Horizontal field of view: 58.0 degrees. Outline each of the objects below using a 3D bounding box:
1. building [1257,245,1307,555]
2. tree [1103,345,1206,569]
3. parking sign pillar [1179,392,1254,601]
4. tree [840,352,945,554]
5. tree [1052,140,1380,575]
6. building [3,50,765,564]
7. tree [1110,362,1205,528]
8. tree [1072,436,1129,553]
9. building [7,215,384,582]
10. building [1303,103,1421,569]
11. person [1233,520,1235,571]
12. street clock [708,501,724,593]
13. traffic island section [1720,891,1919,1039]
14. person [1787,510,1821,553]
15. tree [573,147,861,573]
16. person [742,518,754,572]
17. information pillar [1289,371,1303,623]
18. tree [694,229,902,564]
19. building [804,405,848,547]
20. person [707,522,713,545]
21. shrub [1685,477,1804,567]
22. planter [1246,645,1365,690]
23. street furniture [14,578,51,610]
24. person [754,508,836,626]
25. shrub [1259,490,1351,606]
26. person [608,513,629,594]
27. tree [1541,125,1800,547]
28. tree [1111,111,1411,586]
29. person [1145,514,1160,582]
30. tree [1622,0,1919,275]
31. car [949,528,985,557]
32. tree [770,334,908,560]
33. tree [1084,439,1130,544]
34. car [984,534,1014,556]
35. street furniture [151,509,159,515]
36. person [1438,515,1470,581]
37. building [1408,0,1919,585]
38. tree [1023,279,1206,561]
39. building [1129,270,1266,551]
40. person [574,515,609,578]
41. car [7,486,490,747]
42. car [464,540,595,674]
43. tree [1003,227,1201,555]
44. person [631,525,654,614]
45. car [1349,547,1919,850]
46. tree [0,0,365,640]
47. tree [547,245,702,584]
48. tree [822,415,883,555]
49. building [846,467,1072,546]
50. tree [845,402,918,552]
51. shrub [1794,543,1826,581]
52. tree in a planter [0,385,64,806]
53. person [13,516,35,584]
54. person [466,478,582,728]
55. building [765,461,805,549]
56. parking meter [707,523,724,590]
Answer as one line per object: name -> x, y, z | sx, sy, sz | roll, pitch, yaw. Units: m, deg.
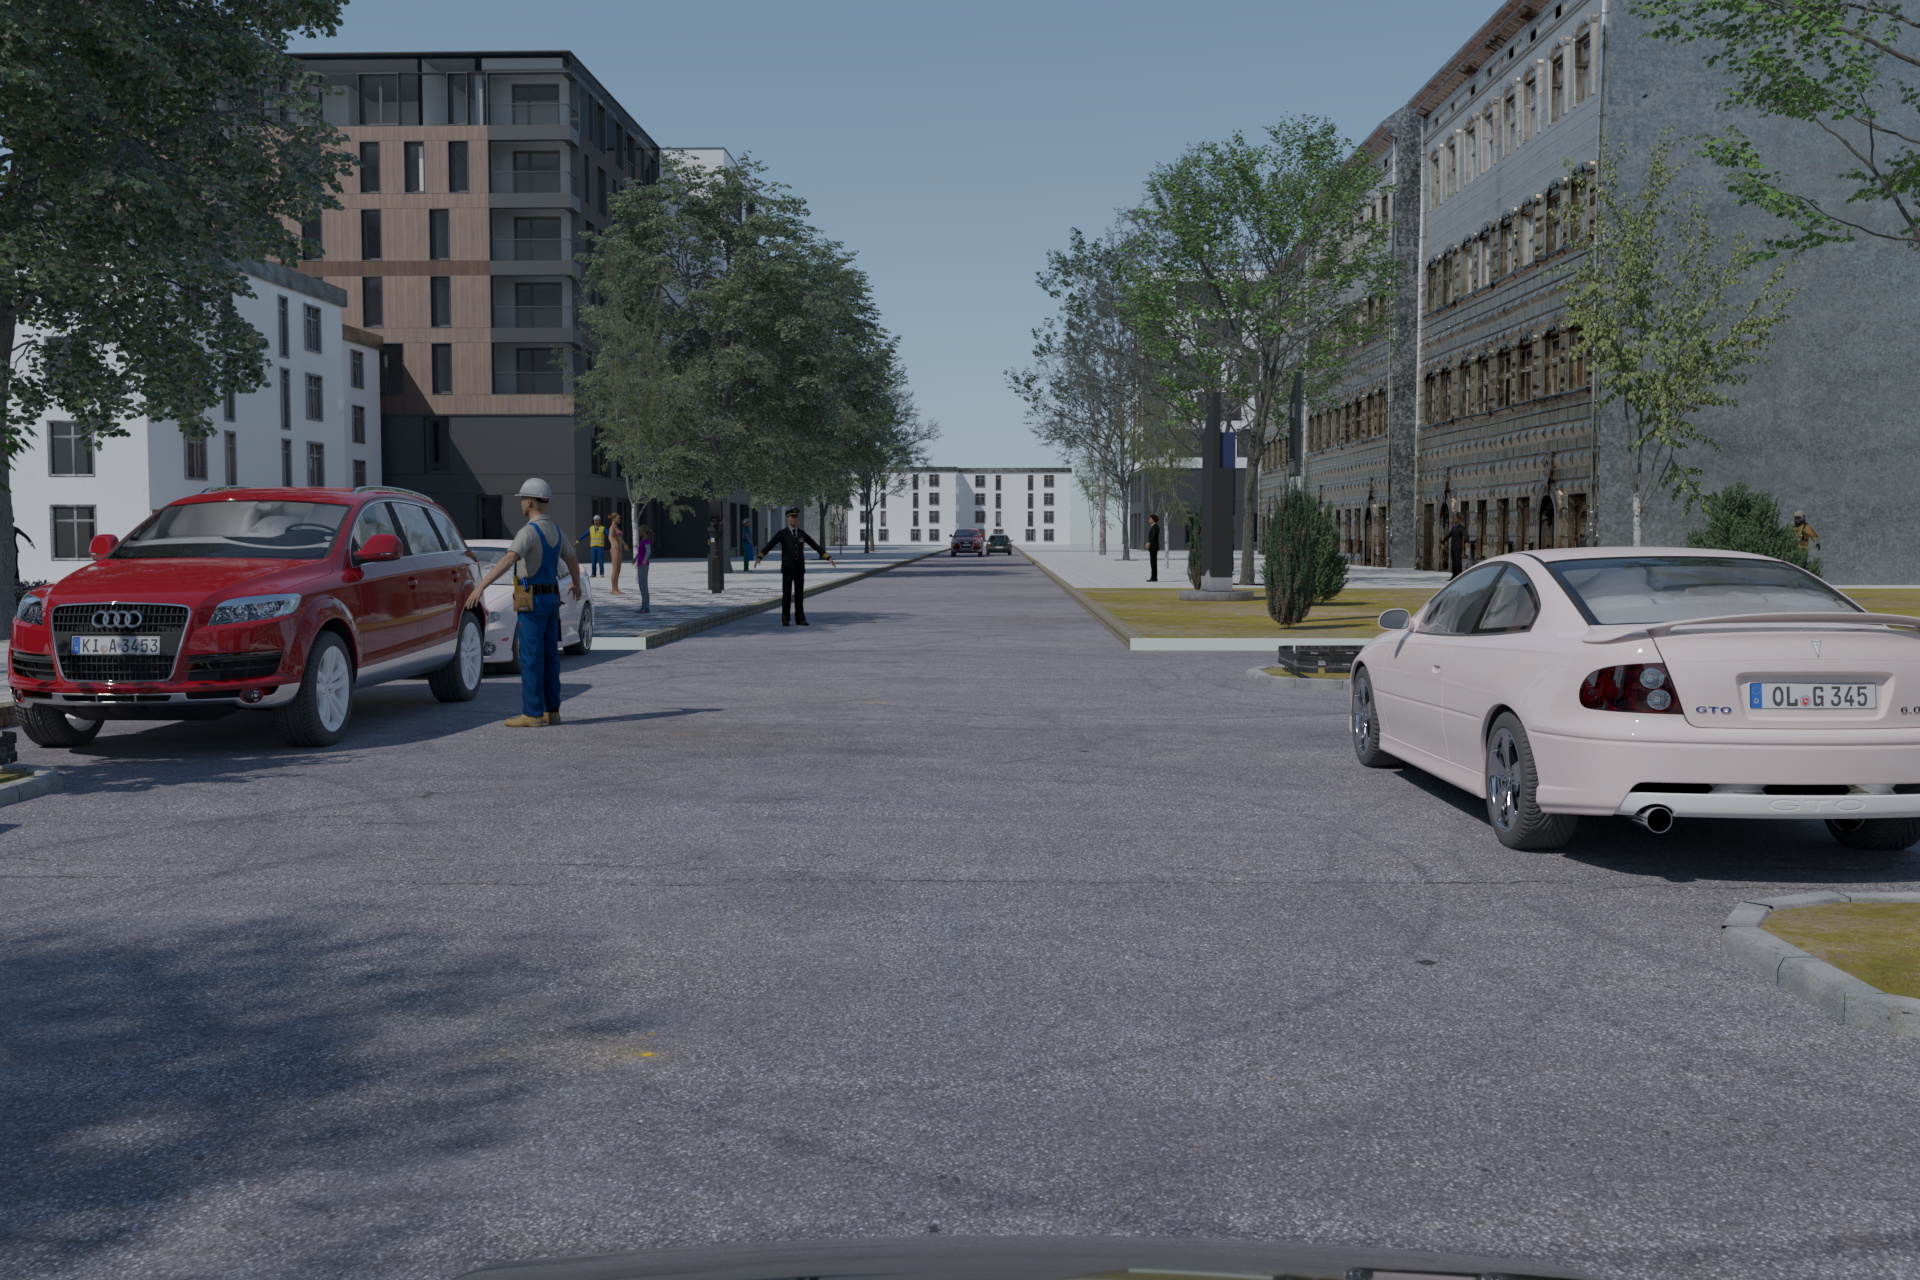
building -> 27.455, -16.274, 97.000 | 19.493, 23.208, 18.063 | 0, 4, 1
tree -> 7.840, -6.969, 64.303 | 4.360, 8.622, 3.978 | 0, 3, 0
parking sign pillar -> 4.986, -2.757, 33.549 | 1.447, 3.967, 1.447 | 0, 4, -1
tree -> -6.035, -12.480, 114.412 | 12.009, 13.543, 11.850 | 0, 3, 0
tree -> 7.975, -8.785, 53.998 | 12.009, 13.543, 11.850 | 0, 3, 0
building -> -26.429, -15.057, 90.164 | 27.936, 21.610, 32.646 | 0, 4, 2
tree -> 7.672, -7.335, 70.295 | 4.360, 8.622, 3.978 | 0, 3, 0
tree -> 9.091, -10.398, 120.366 | 4.360, 8.622, 3.978 | 0, 3, 0
building -> -25.593, -7.193, 59.761 | 9.099, 9.664, 28.070 | 0, 4, 1
building -> 25.394, -14.779, 72.571 | 19.493, 23.208, 18.063 | 0, 4, 1
person -> 9.261, -3.261, 59.445 | 0.705, 1.813, 1.348 | 1, 4, 13
street clock -> -5.261, -2.009, 37.411 | 0.358, 2.002, 0.471 | 0, 4, 2
traffic island section -> 3.595, 1.060, 5.538 | 1.991, 0.108, 1.994 | 0, 4, 1
person -> 20.147, -2.193, 41.621 | 0.705, 1.858, 1.354 | -1, 4, -23
tree -> -7.879, -9.156, 56.358 | 9.857, 13.997, 8.962 | 0, 3, 0
person -> -7.124, -3.184, 58.178 | 0.704, 1.817, 1.347 | -1, 4, -12
information pillar -> 4.861, -2.068, 25.174 | 0.183, 3.616, 0.504 | 0, 4, 0
tree -> -6.945, -10.216, 73.692 | 9.857, 13.997, 8.962 | 0, 3, 0
building -> -22.119, -21.643, 184.784 | 19.493, 23.208, 18.063 | 0, 4, 2
person -> -7.955, -3.070, 56.652 | 0.721, 1.772, 1.216 | 1, 4, 18
shrub -> 10.856, -1.228, 24.116 | 1.661, 2.075, 1.752 | 0, 3, 0
planter -> 3.840, 0.260, 16.893 | 1.991, 0.319, 1.994 | 0, 4, 1
street furniture -> -14.882, -0.973, 22.761 | 11.010, 1.723, 9.812 | -2, 4, -29
person -> -2.597, -1.141, 27.049 | 1.347, 1.837, 0.705 | -2, 4, -25
shrub -> 6.215, -1.660, 31.178 | 1.661, 2.075, 1.752 | 0, 3, 0
person -> -7.270, -1.847, 37.003 | 0.721, 1.733, 1.217 | 0, 4, 3
tree -> 12.614, -4.968, 31.594 | 4.737, 8.622, 4.395 | 0, 3, 0
tree -> 7.358, -7.171, 43.004 | 9.928, 11.665, 9.643 | 0, 3, 0
person -> 5.181, -2.470, 46.579 | 0.705, 1.806, 1.347 | 1, 4, 13
tree -> 9.920, -5.527, 16.123 | 9.928, 11.665, 9.643 | 0, 3, 0
car -> 0.453, -6.262, 111.052 | 2.281, 1.827, 5.304 | 0, 4, 1
tree -> -6.673, -9.779, 85.637 | 9.928, 11.665, 9.643 | 0, 3, 0
tree -> 20.539, -18.868, 218.866 | 12.009, 13.543, 11.850 | 0, 3, 0
car -> 2.601, -6.512, 116.259 | 2.009, 1.686, 4.222 | 0, 4, 1
street furniture -> -14.989, -1.736, 35.232 | 11.010, 1.723, 9.812 | -2, 4, -25
person -> 13.445, -2.492, 46.974 | 0.704, 1.802, 1.346 | -1, 4, -19
building -> 25.272, -13.502, 51.680 | 19.493, 23.208, 18.063 | 0, 4, 1
tree -> 7.969, -10.593, 83.564 | 12.009, 13.543, 11.850 | 0, 3, 0
building -> 28.520, -18.733, 150.260 | 27.936, 21.610, 32.646 | 0, 4, 1
person -> -10.706, -2.760, 51.094 | 1.349, 1.833, 0.705 | 0, 4, 6
car -> -5.211, -0.287, 13.360 | 2.281, 1.827, 5.304 | 0, 4, 1
car -> -5.361, -0.421, 19.239 | 2.083, 1.381, 4.827 | 0, 4, 1
tree -> 8.894, -15.282, 105.742 | 12.611, 20.169, 13.585 | 0, 3, 0
person -> -5.167, -1.144, 27.963 | 0.599, 1.433, 0.991 | -1, 4, -21
car -> 3.399, 0.191, 9.235 | 2.083, 1.381, 4.827 | 0, 3, 0
tree -> -11.943, -6.977, 20.725 | 9.857, 13.997, 8.962 | 0, 3, 0
tree -> -8.327, -5.766, 44.638 | 4.360, 8.622, 3.978 | 0, 3, 0
tree -> -7.335, -9.381, 103.742 | 4.360, 8.622, 3.978 | 0, 3, 0
building -> -0.147, -16.607, 216.126 | 28.070, 9.664, 9.099 | 0, 4, 4
tree -> -6.548, -12.252, 126.076 | 9.928, 11.665, 9.643 | 0, 3, 0
shrub -> 12.550, -0.922, 26.200 | 1.383, 1.207, 1.383 | 0, 3, 0
tree in a planter -> -6.037, -0.731, 9.174 | 1.991, 3.239, 1.994 | 0, 4, 1
person -> -22.222, -2.063, 40.453 | 1.216, 1.740, 0.721 | 0, 4, -5
person -> -3.183, -0.284, 12.956 | 0.705, 1.847, 1.347 | 1, 4, 22
building -> -23.317, -17.077, 145.665 | 16.747, 18.905, 31.486 | 0, 4, 2
parking meter -> -5.589, -1.910, 39.645 | 0.372, 1.533, 0.369 | 0, 3, 0
